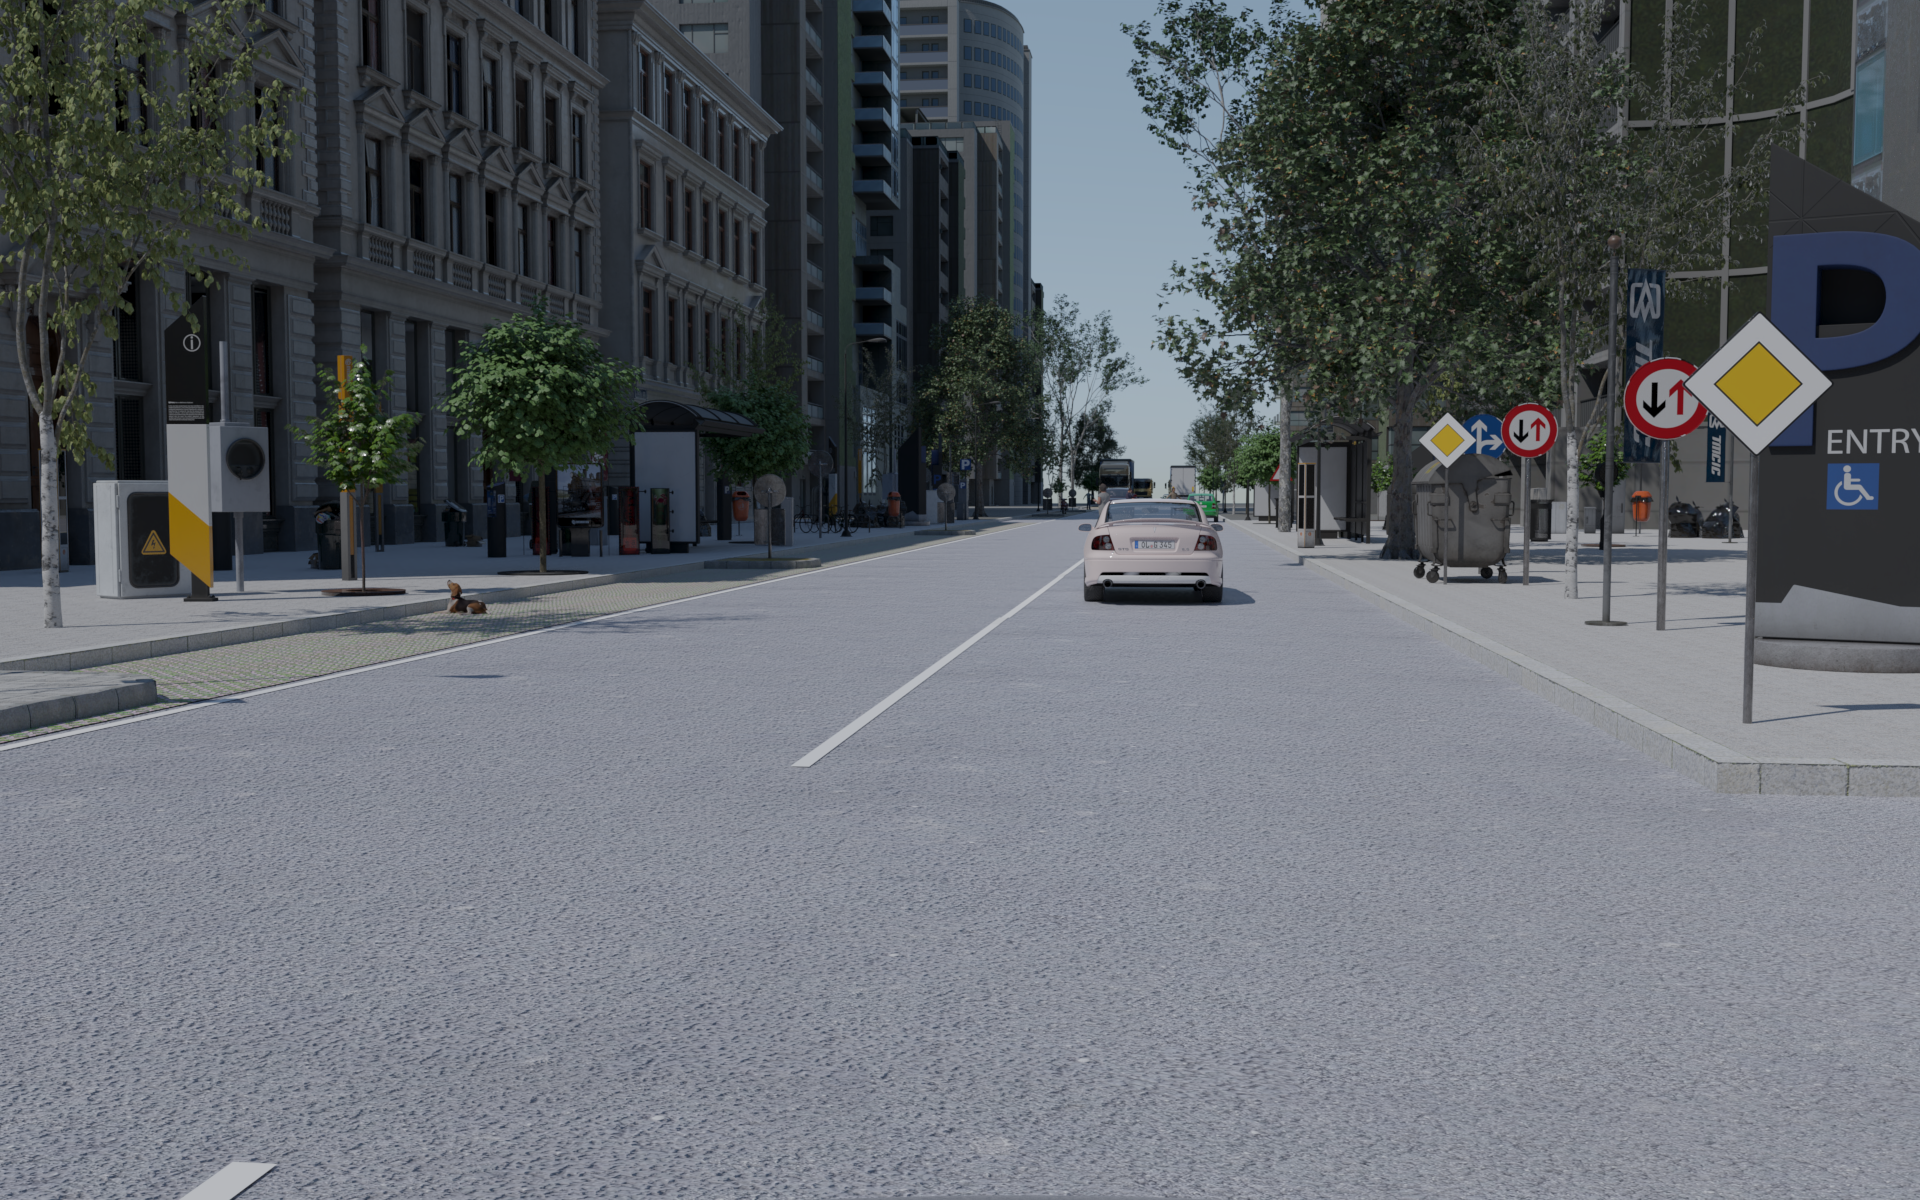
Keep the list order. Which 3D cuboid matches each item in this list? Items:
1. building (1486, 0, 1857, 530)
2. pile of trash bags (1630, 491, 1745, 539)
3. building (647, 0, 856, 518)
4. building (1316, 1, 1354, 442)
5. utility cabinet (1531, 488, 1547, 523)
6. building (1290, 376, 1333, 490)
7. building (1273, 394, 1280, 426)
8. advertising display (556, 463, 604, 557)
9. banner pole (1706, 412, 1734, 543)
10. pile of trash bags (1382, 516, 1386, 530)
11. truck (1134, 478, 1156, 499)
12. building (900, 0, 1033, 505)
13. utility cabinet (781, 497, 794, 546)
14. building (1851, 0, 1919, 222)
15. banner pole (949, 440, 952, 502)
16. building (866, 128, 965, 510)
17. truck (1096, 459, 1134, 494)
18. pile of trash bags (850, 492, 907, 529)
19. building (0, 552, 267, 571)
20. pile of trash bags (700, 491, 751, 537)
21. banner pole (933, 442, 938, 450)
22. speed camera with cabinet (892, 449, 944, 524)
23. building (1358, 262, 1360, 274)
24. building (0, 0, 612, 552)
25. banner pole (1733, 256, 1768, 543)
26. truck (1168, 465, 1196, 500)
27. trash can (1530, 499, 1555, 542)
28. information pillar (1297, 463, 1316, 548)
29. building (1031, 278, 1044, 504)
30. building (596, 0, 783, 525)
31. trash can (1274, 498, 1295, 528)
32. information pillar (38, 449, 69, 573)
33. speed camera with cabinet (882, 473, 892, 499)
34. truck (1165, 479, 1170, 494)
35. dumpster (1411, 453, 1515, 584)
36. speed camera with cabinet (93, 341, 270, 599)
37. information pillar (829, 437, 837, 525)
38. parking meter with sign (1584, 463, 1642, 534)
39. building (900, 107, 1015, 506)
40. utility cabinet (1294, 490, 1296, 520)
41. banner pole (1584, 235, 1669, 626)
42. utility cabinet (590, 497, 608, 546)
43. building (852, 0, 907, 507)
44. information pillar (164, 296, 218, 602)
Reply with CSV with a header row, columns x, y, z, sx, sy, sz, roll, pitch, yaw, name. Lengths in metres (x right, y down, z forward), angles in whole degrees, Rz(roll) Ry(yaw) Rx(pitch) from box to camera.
x,y,z,sx,sy,sz,roll,pitch,yaw,name
32.250,-38.299,64.440,20.563,71.187,20.611,0,4,7,building
21.412,-2.535,51.206,1.912,1.369,3.447,-3,4,-36,pile of trash bags
-13.917,-25.167,95.076,14.154,41.232,14.086,0,4,7,building
42.463,-33.335,134.262,28.713,52.752,27.495,0,4,7,building
20.833,-3.289,62.451,0.318,1.500,1.173,0,4,3,utility cabinet
42.533,-30.855,188.080,14.154,41.232,14.086,0,4,7,building
52.388,-36.986,224.331,23.786,49.044,30.456,0,4,7,building
-7.758,-1.844,35.371,0.974,1.923,0.123,0,4,5,advertising display
19.872,-3.372,45.146,0.863,3.779,0.401,1,4,11,banner pole
16.895,-3.203,62.116,3.447,1.369,1.912,-2,4,-34,pile of trash bags
22.422,-13.308,213.501,3.469,3.379,9.791,0,4,7,truck
-3.097,-40.669,206.929,21.231,58.520,28.212,0,4,7,building
-4.269,-1.938,42.852,0.306,1.237,1.020,0,4,-4,utility cabinet
30.427,-24.767,24.545,30.456,49.044,23.786,0,4,7,building
-0.452,-5.488,79.738,0.401,3.779,0.863,0,4,3,banner pole
-7.343,-22.548,140.359,14.160,30.474,14.107,0,4,7,building
12.611,-9.205,139.407,2.839,4.237,11.283,0,4,8,truck
-2.920,-3.423,65.726,1.912,1.369,3.447,-1,4,-20,pile of trash bags
-20.484,-12.323,30.364,11.050,23.489,19.941,0,4,7,building
-8.079,-2.632,52.785,3.447,1.369,1.912,-1,4,-19,pile of trash bags
-1.141,-5.710,83.382,0.401,3.779,0.863,-2,4,-26,banner pole
-1.734,-4.835,73.380,2.038,3.252,0.660,-1,4,-9,speed camera with cabinet
33.232,-20.998,115.010,14.160,30.474,14.107,0,4,7,building
-18.163,-13.532,50.133,11.050,23.489,19.941,0,4,7,building
7.697,-1.614,16.398,0.401,3.779,0.863,3,4,37,banner pole
22.348,-11.326,174.097,2.839,4.237,11.283,0,4,7,truck
15.579,-2.134,46.544,0.748,1.137,0.748,0,3,0,trash can
8.207,-2.234,41.010,0.304,2.012,0.304,-2,4,-23,information pillar
3.551,-27.944,228.588,14.160,30.474,14.107,0,4,7,building
-15.174,-14.330,70.456,11.583,22.565,21.152,0,4,7,building
11.689,-3.107,62.458,0.748,1.137,0.748,0,3,0,trash can
-14.754,-1.450,28.199,0.304,2.012,0.304,0,4,-1,information pillar
-2.670,-5.021,76.421,0.660,3.252,2.038,2,4,29,speed camera with cabinet
28.698,-14.165,227.521,3.469,3.379,9.791,0,4,6,truck
7.392,-1.206,25.482,1.264,1.857,1.865,0,4,7,dumpster
-9.815,-1.685,21.892,0.660,3.252,2.038,3,4,37,speed camera with cabinet
-5.200,-4.856,70.756,0.183,3.616,0.504,-3,4,-39,information pillar
21.073,-3.645,55.855,1.738,3.016,0.543,1,4,15,parking meter with sign
-1.815,-30.672,185.077,14.154,41.232,14.086,0,4,7,building
15.870,-4.570,83.396,1.173,1.500,0.318,-2,4,-27,utility cabinet
6.555,-1.648,16.956,0.863,3.779,0.401,-1,4,-20,banner pole
-9.166,-1.983,43.588,0.306,1.237,1.020,-2,4,-29,utility cabinet
-15.082,-49.189,116.917,22.319,86.520,31.000,0,4,7,building
-9.150,-1.788,20.582,0.504,3.616,0.183,0,4,-1,information pillar
